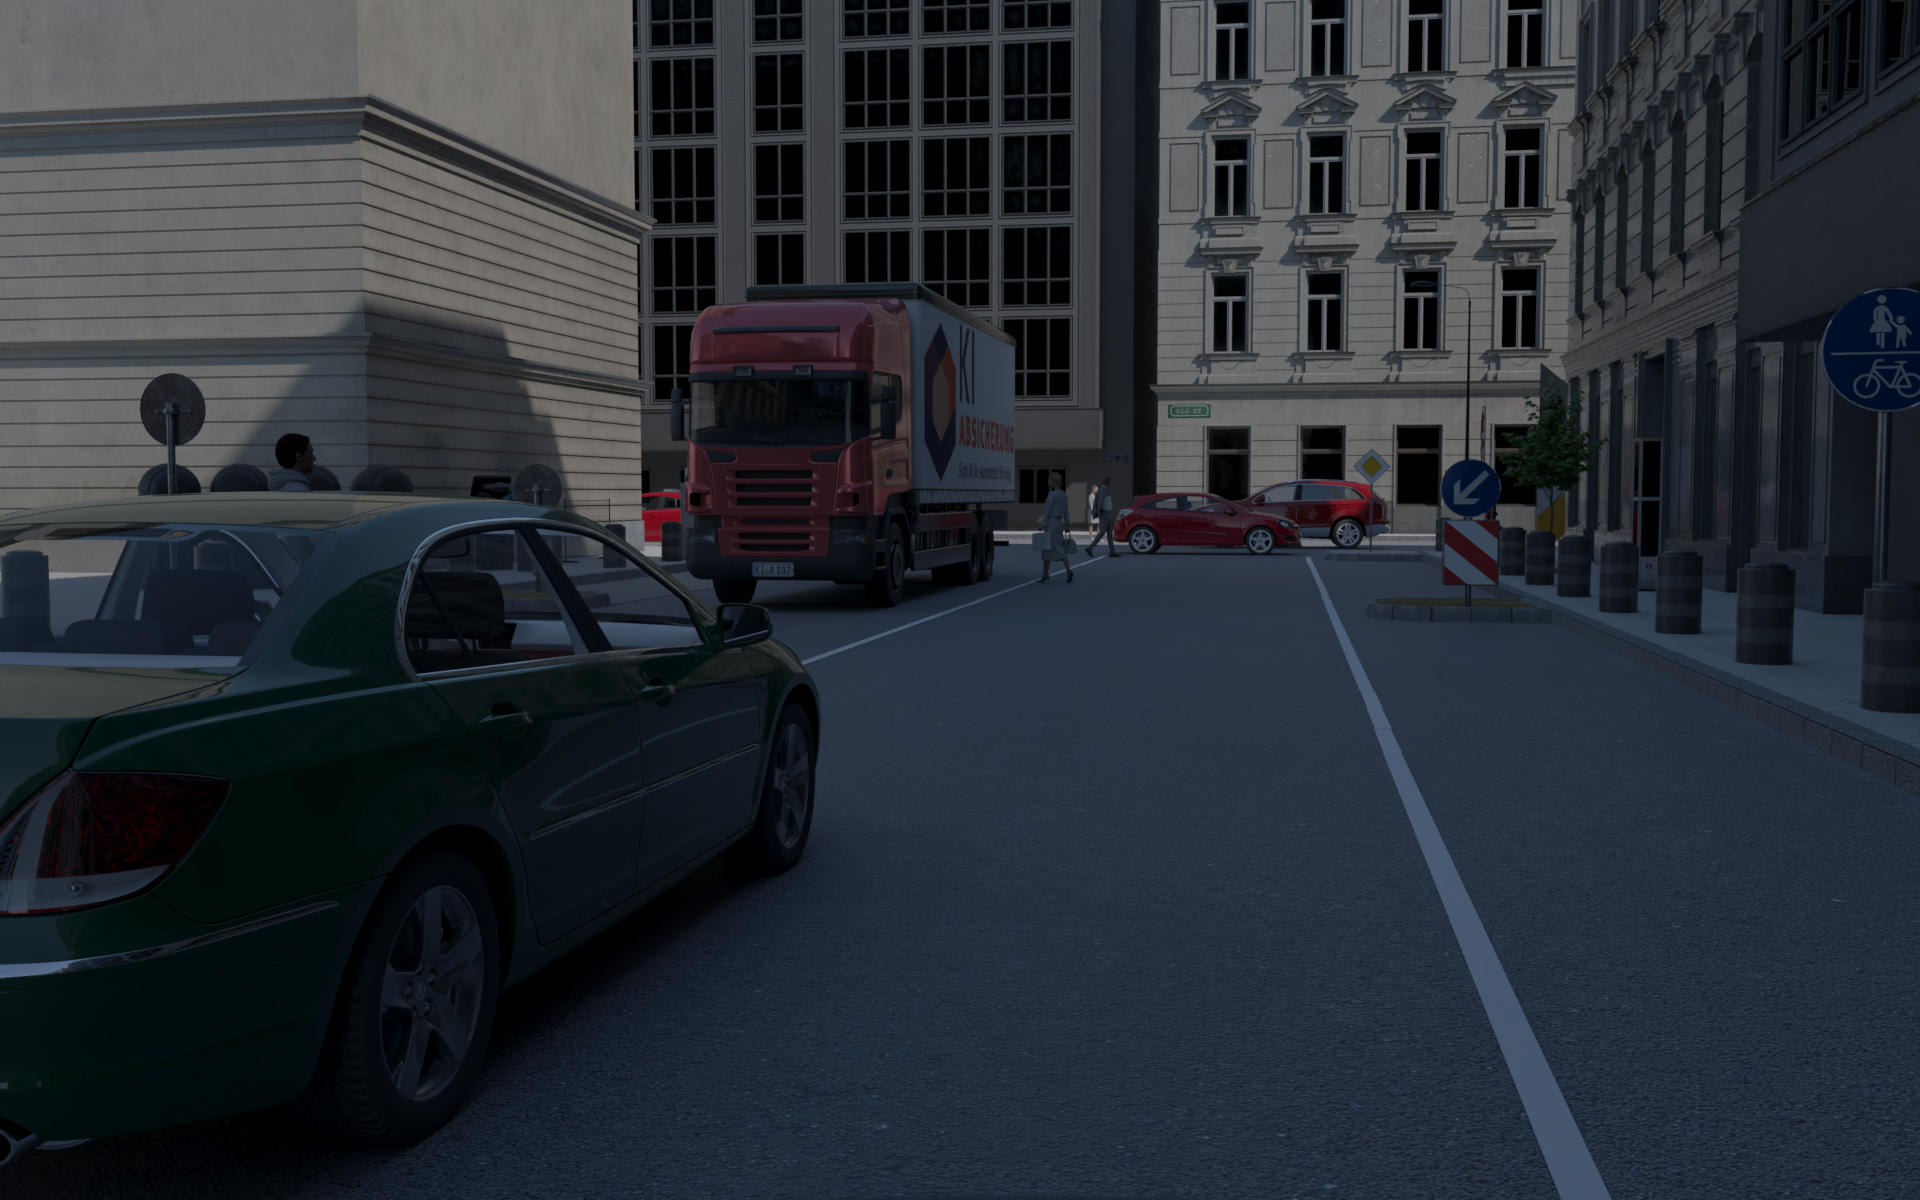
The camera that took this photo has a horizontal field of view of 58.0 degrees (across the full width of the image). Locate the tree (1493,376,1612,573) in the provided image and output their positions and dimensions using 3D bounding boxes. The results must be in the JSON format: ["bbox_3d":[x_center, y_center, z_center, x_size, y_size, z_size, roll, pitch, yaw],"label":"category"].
[{"bbox_3d":[9.758,-2.081,28.621,1.663,3.219,1.824,0,3,0],"label":"tree"}]

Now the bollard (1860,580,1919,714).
[{"bbox_3d":[5.586,0.271,10.292,0.404,0.777,0.398,0,3,0],"label":"bollard"}]

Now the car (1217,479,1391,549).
[{"bbox_3d":[8.757,-2.292,46.150,5.304,1.827,2.281,1,4,9],"label":"car"}]

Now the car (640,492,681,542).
[{"bbox_3d":[-8.021,-2.183,44.739,4.494,1.783,2.155,1,4,10],"label":"car"}]

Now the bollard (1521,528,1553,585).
[{"bbox_3d":[8.216,-0.600,24.523,0.404,0.777,0.398,0,3,0],"label":"bollard"}]

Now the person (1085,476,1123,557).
[{"bbox_3d":[3.255,-1.871,39.198,0.850,1.850,0.679,1,4,10],"label":"person"}]

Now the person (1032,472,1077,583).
[{"bbox_3d":[1.540,-1.168,27.951,0.694,1.780,0.624,-2,4,-35],"label":"person"}]

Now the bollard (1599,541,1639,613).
[{"bbox_3d":[7.165,-0.252,18.833,0.404,0.777,0.398,0,3,0],"label":"bollard"}]

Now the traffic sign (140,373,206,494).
[{"bbox_3d":[-8.293,-1.109,18.239,0.768,2.556,0.104,1,4,11],"label":"traffic sign"}]

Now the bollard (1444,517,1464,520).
[{"bbox_3d":[10.318,-1.296,35.903,0.404,0.777,0.398,0,3,0],"label":"bollard"}]

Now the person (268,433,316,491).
[{"bbox_3d":[-4.018,-0.129,10.763,0.789,1.805,0.875,-3,4,-37],"label":"person"}]

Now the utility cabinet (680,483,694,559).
[{"bbox_3d":[-5.344,-1.556,34.125,0.318,1.500,1.173,-1,4,-9],"label":"utility cabinet"}]

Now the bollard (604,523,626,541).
[{"bbox_3d":[-6.034,-0.950,30.252,0.404,0.777,0.398,0,3,0],"label":"bollard"}]

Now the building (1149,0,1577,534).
[{"bbox_3d":[28.970,-17.341,59.934,44.131,29.872,17.030,1,4,10],"label":"building"}]

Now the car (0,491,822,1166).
[{"bbox_3d":[-1.785,0.394,5.362,2.131,1.459,4.920,1,4,11],"label":"car"}]

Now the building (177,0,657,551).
[{"bbox_3d":[-24.699,-13.285,36.297,34.723,24.649,14.460,1,4,10],"label":"building"}]

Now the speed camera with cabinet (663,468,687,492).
[{"bbox_3d":[-9.214,-3.906,58.200,0.660,3.252,2.038,-3,5,-41],"label":"speed camera with cabinet"}]

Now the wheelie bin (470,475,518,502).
[{"bbox_3d":[-7.859,-1.307,29.276,0.980,1.594,0.693,-2,4,-31],"label":"wheelie bin"}]

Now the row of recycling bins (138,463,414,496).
[{"bbox_3d":[-9.302,-1.013,23.682,3.534,1.692,1.069,-1,4,-19],"label":"row of recycling bins"}]

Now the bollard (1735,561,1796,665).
[{"bbox_3d":[6.115,0.096,13.153,0.404,0.777,0.398,0,3,0],"label":"bollard"}]

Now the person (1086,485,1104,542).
[{"bbox_3d":[4.011,-2.599,51.995,0.522,1.701,0.512,2,4,24],"label":"person"}]

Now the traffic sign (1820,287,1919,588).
[{"bbox_3d":[5.730,-0.651,10.756,0.768,2.556,0.104,1,4,16],"label":"traffic sign"}]

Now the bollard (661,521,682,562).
[{"bbox_3d":[-5.508,-1.124,33.094,0.404,0.777,0.398,0,3,0],"label":"bollard"}]

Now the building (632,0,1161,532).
[{"bbox_3d":[-4.849,-16.630,65.412,24.014,27.812,14.314,1,4,10],"label":"building"}]

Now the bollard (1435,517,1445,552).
[{"bbox_3d":[10.843,-1.470,38.743,0.404,0.777,0.398,0,3,0],"label":"bollard"}]

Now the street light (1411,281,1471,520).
[{"bbox_3d":[10.534,-3.994,37.849,1.470,5.913,1.316,1,4,10],"label":"street light"}]

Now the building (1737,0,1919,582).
[{"bbox_3d":[12.759,-12.909,4.565,14.314,27.812,24.014,1,4,10],"label":"building"}]

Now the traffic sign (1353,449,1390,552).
[{"bbox_3d":[9.061,-2.112,38.169,0.795,2.450,0.064,1,4,10],"label":"traffic sign"}]

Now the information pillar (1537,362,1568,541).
[{"bbox_3d":[10.507,-2.411,30.770,0.504,3.616,0.183,1,4,17],"label":"information pillar"}]

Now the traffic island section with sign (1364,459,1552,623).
[{"bbox_3d":[5.796,-0.716,20.339,1.989,1.847,2.006,1,4,10],"label":"traffic island section with sign"}]

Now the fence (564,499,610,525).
[{"bbox_3d":[-7.155,-1.353,33.329,0.480,1.192,2.264,1,4,11],"label":"fence"}]

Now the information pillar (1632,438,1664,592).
[{"bbox_3d":[9.069,-1.124,22.862,0.304,2.012,0.304,0,4,5],"label":"information pillar"}]

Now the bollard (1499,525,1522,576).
[{"bbox_3d":[8.741,-0.774,27.369,0.404,0.777,0.398,0,3,0],"label":"bollard"}]

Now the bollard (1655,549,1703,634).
[{"bbox_3d":[6.639,-0.078,15.993,0.404,0.777,0.398,0,3,0],"label":"bollard"}]

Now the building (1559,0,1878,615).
[{"bbox_3d":[15.425,-10.800,25.739,9.793,20.994,18.267,1,4,10],"label":"building"}]

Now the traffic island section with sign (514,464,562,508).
[{"bbox_3d":[-5.566,-0.817,21.994,1.989,1.847,2.006,1,4,10],"label":"traffic island section with sign"}]

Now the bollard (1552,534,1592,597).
[{"bbox_3d":[7.690,-0.426,21.683,0.404,0.777,0.398,0,3,0],"label":"bollard"}]

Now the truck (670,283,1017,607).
[{"bbox_3d":[-1.282,-2.235,25.455,2.839,4.237,11.283,1,4,11],"label":"truck"}]

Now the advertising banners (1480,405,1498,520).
[{"bbox_3d":[10.287,-2.295,33.713,0.090,3.025,2.074,1,4,9],"label":"advertising banners"}]

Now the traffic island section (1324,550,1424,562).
[{"bbox_3d":[9.086,-0.976,38.242,2.009,0.180,2.903,1,4,10],"label":"traffic island section"}]

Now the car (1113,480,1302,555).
[{"bbox_3d":[5.911,-1.983,41.460,4.494,1.783,2.155,1,4,12],"label":"car"}]
